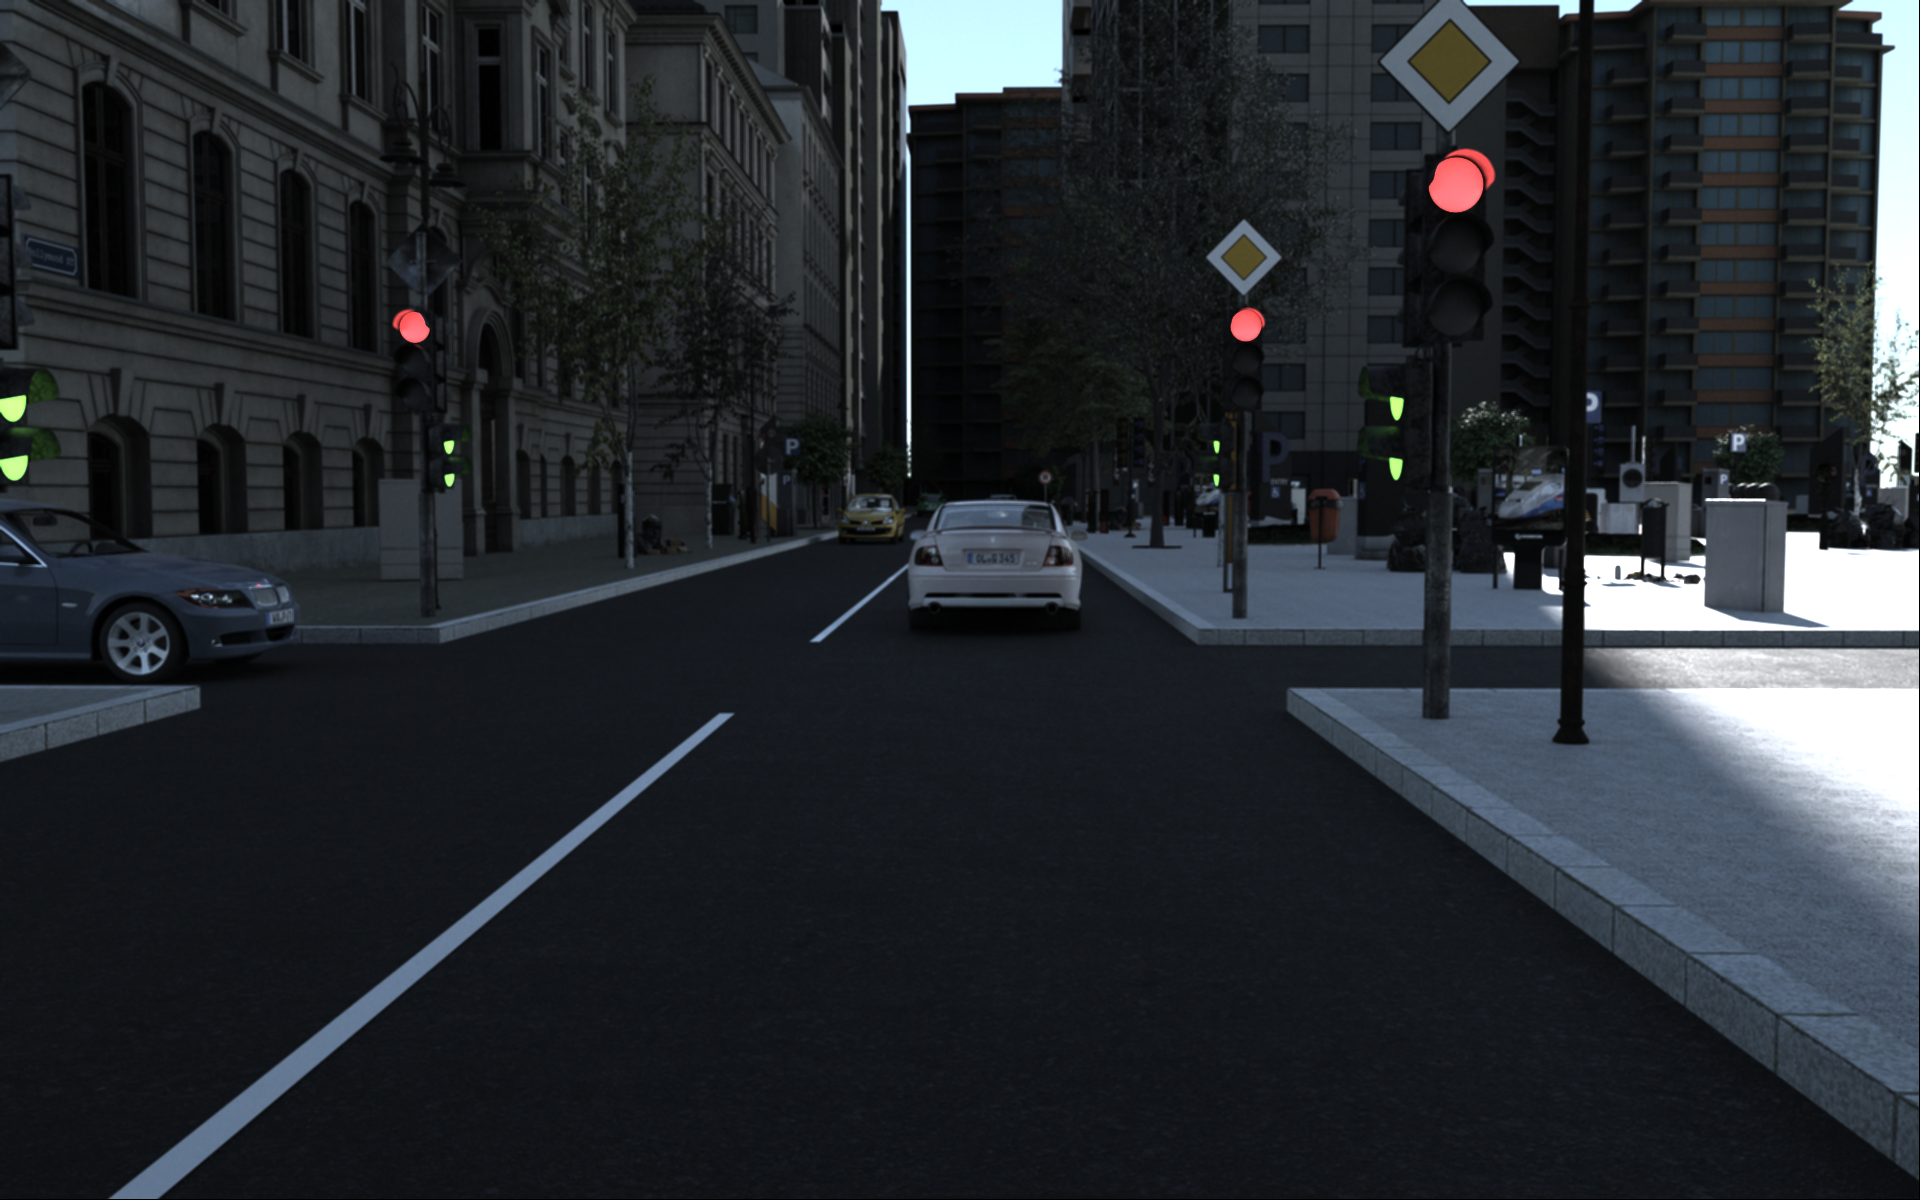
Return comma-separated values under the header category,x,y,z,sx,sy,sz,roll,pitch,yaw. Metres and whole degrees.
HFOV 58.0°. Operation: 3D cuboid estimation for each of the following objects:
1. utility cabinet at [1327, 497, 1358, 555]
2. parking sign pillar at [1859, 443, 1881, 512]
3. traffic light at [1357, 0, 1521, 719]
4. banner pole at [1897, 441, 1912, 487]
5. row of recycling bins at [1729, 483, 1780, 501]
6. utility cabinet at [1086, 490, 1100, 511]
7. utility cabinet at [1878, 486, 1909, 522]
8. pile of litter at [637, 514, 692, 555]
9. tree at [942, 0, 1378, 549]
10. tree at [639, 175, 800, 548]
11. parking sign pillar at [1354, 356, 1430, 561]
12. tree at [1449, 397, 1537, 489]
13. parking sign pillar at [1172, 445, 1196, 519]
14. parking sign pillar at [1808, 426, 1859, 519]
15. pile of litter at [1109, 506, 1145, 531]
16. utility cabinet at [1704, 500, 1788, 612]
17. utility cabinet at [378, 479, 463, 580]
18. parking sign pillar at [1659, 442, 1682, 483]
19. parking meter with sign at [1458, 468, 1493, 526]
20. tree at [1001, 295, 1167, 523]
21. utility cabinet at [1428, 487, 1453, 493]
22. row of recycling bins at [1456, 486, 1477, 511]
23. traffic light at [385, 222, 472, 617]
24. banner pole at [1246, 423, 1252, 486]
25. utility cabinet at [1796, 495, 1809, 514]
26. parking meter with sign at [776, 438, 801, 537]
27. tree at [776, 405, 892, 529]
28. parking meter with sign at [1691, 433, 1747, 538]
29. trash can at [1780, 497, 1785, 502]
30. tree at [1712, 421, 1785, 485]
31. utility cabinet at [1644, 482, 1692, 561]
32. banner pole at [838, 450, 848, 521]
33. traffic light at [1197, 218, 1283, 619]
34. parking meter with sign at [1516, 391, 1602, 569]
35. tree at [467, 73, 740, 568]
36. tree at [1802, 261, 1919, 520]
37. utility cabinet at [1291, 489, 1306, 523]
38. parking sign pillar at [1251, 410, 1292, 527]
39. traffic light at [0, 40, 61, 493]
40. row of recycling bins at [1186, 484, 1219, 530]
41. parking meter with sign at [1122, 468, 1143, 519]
category,x,y,z,sx,sy,sz,roll,pitch,yaw
utility cabinet,8.303,-1.558,36.632,1.020,1.237,0.306,2,4,25
parking sign pillar,45.096,-5.976,86.178,1.447,3.967,1.447,-1,4,-14
traffic light,2.712,-1.279,9.825,0.839,4.253,0.868,0,4,1
banner pole,44.265,-5.586,81.342,0.863,3.779,0.401,0,4,-1
row of recycling bins,31.181,-3.754,68.489,1.069,1.692,3.534,0,4,-6
utility cabinet,6.646,-4.710,85.689,1.173,1.500,0.318,0,4,-4
utility cabinet,27.360,-2.570,50.691,0.318,1.500,1.173,-1,4,-9
pile of litter,-6.385,-1.421,37.198,1.176,0.858,1.719,3,5,40
tree,4.730,-7.965,40.593,12.009,13.543,11.850,0,3,0
tree,-5.910,-5.538,40.906,4.360,8.622,3.978,0,3,0
parking sign pillar,8.494,-2.781,33.940,1.447,3.967,1.447,-1,4,-11
tree,17.814,-4.594,58.823,4.285,4.588,4.351,0,3,0
parking sign pillar,11.879,-6.268,90.949,1.447,3.967,1.447,-2,4,-25
parking sign pillar,34.791,-4.951,69.423,1.447,3.967,1.447,-3,4,-39
pile of litter,5.953,-2.895,61.292,1.719,0.858,1.176,-3,4,-36
utility cabinet,8.730,-0.495,19.263,0.306,1.237,1.020,-1,4,-13
utility cabinet,-8.004,-1.041,25.707,1.173,1.500,0.318,-1,4,-20
parking sign pillar,37.259,-6.261,90.845,1.447,3.967,1.447,-1,4,-12
parking meter with sign,15.743,-3.378,51.494,1.738,3.016,0.543,2,4,26
tree,5.261,-8.665,76.080,8.767,10.594,7.601,3,4,38
utility cabinet,13.571,-2.521,49.894,1.173,1.500,0.318,3,4,38
row of recycling bins,23.734,-4.680,83.636,3.534,1.692,1.069,0,4,-2
traffic light,-5.535,-1.776,17.964,0.839,4.253,0.868,0,4,1
banner pole,10.132,-4.296,60.256,0.863,3.779,0.401,1,4,22
utility cabinet,40.452,-4.375,82.700,0.306,1.237,1.020,-2,4,-29
parking meter with sign,-5.256,-3.463,52.876,0.543,3.016,1.738,0,4,5
tree,-5.273,-4.908,63.961,4.285,4.588,4.351,0,3,0
parking meter with sign,21.931,-3.302,50.250,0.543,3.016,1.738,-1,4,-17
trash can,39.503,-4.413,83.803,0.748,1.137,0.748,0,3,0
tree,35.639,-5.794,78.453,4.285,4.588,4.351,0,3,0
utility cabinet,13.479,-1.487,32.984,0.318,1.500,1.173,0,4,-8
banner pole,-5.184,-5.263,76.063,0.401,3.779,0.863,3,4,36
traffic light,2.875,-1.767,17.808,0.839,4.253,0.868,0,4,1
parking meter with sign,10.321,-2.070,30.107,0.543,3.016,1.738,-1,4,-18
tree,-5.983,-4.857,29.775,4.737,8.622,4.395,0,3,0
tree,28.423,-6.363,54.397,4.360,8.622,3.978,0,3,0
utility cabinet,13.756,-3.820,71.131,0.318,1.500,1.173,3,5,40
parking sign pillar,9.815,-4.044,54.590,1.447,3.967,1.447,-2,4,-30
traffic light,-5.698,-1.288,9.980,0.839,4.253,0.868,0,4,1
row of recycling bins,9.188,-3.446,63.451,1.069,1.692,3.534,-1,4,-11
parking meter with sign,8.848,-5.691,89.308,0.543,3.016,1.738,-2,4,-29
